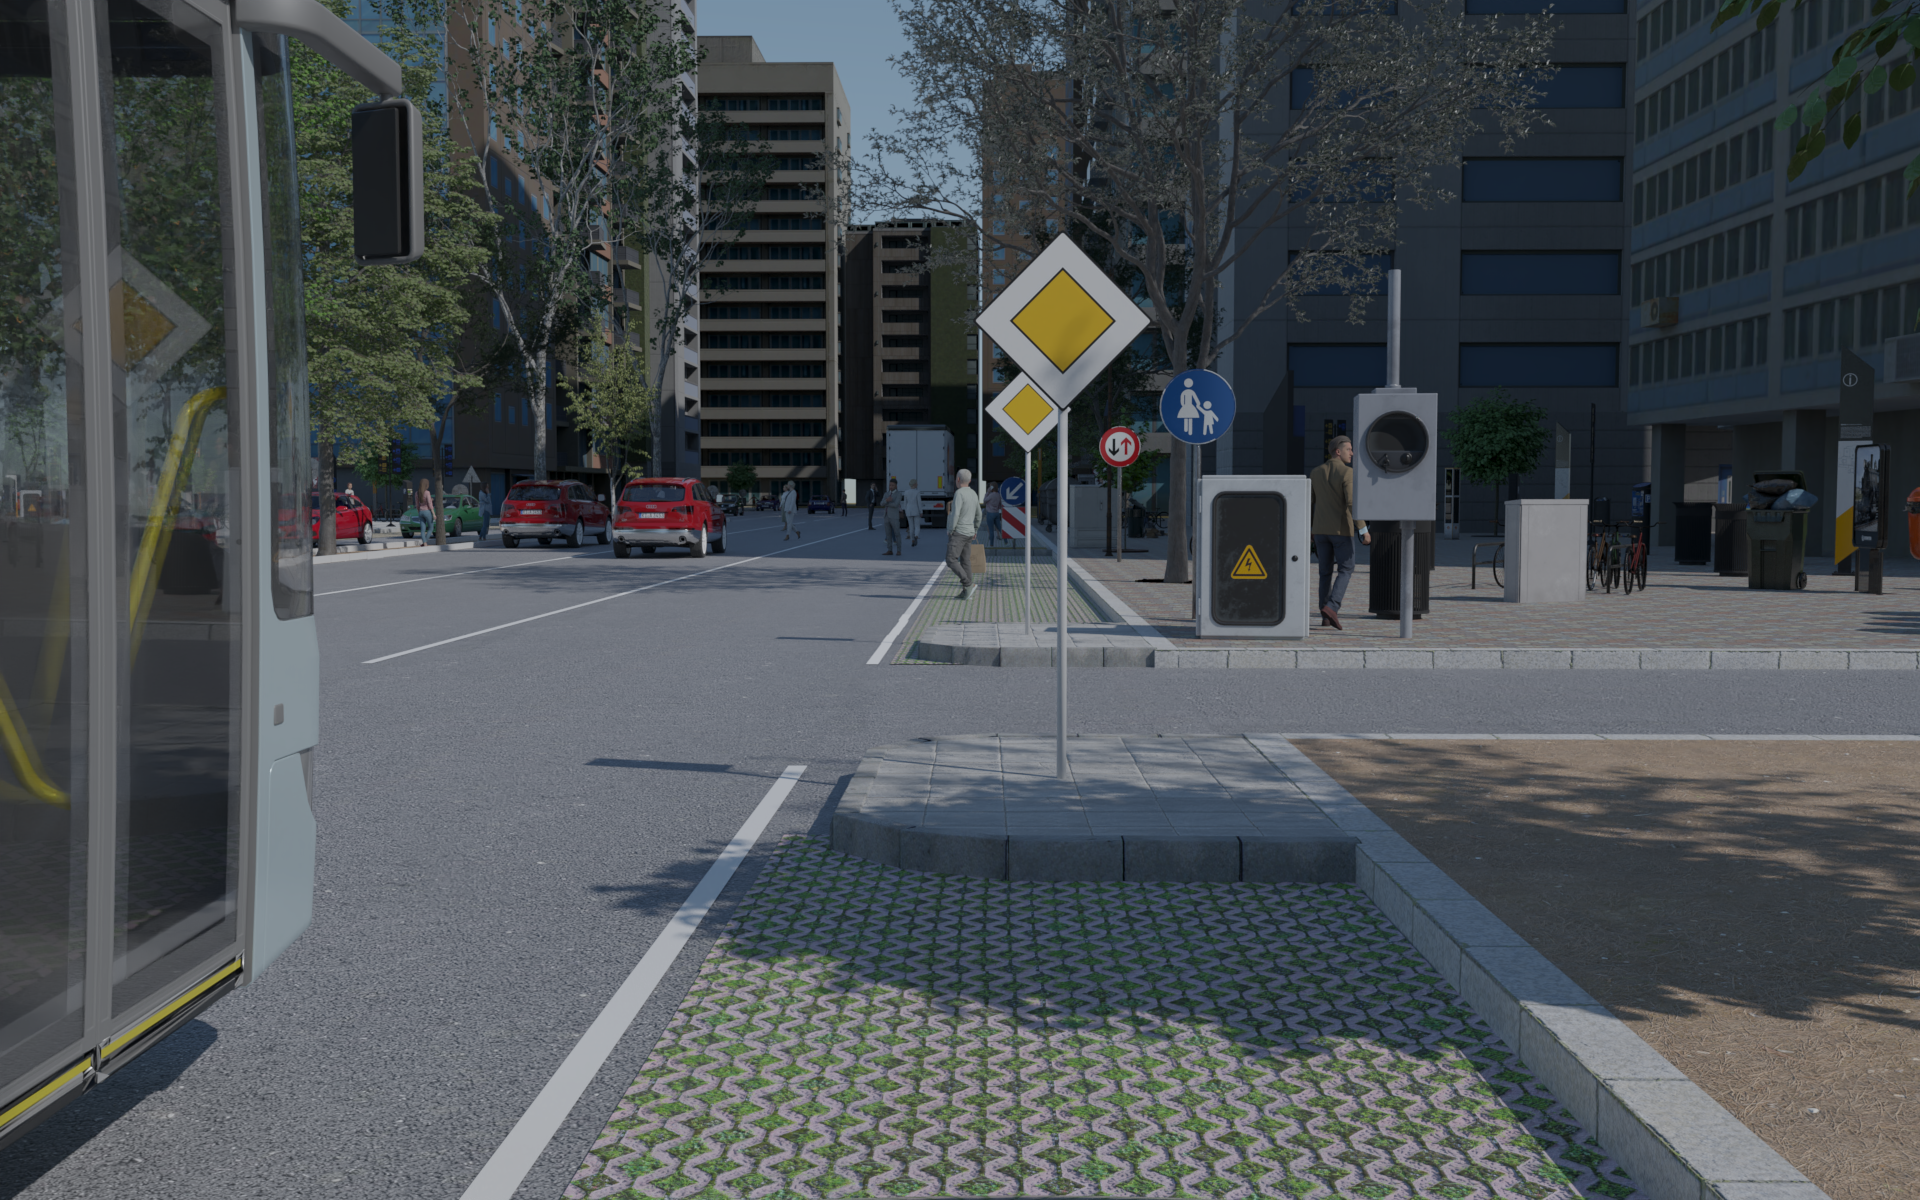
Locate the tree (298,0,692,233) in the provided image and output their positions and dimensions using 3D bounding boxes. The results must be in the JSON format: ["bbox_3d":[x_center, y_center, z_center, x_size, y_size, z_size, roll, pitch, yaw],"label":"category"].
[{"bbox_3d":[-15.107,-12.198,57.786,12.611,20.169,13.585,0,3,0],"label":"tree"}]

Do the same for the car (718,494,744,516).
[{"bbox_3d":[-15.268,-6.352,113.640,2.009,1.686,4.222,0,4,1],"label":"car"}]

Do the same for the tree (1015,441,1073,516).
[{"bbox_3d":[4.959,-7.252,102.277,4.285,4.588,4.351,0,3,0],"label":"tree"}]

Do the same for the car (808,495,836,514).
[{"bbox_3d":[-10.031,-6.907,125.503,1.945,1.354,3.894,0,4,1],"label":"car"}]

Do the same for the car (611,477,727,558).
[{"bbox_3d":[-6.729,-1.941,40.417,2.281,1.827,5.304,0,4,0],"label":"car"}]

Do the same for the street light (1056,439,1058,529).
[{"bbox_3d":[3.571,-5.506,62.814,0.468,5.910,1.993,0,4,1],"label":"street light"}]

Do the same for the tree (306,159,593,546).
[{"bbox_3d":[-13.732,-6.671,45.947,8.767,10.594,7.601,0,4,1],"label":"tree"}]

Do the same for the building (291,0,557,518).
[{"bbox_3d":[-31.745,-27.394,98.010,14.600,45.320,14.200,0,4,1],"label":"building"}]

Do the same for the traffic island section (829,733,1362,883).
[{"bbox_3d":[0.499,0.885,7.807,2.009,0.180,2.903,0,4,1],"label":"traffic island section"}]

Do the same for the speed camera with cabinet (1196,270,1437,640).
[{"bbox_3d":[3.128,-1.282,15.298,2.038,3.252,0.660,1,4,8],"label":"speed camera with cabinet"}]

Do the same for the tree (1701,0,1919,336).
[{"bbox_3d":[3.586,-1.247,4.100,4.285,4.588,4.351,0,3,0],"label":"tree"}]

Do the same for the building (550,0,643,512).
[{"bbox_3d":[-34.582,-28.438,119.581,22.147,44.769,28.867,0,4,1],"label":"building"}]

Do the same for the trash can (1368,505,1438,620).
[{"bbox_3d":[4.526,-0.378,17.831,0.748,1.137,0.748,0,3,0],"label":"trash can"}]

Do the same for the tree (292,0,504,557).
[{"bbox_3d":[-14.059,-7.197,38.262,7.486,12.596,7.792,0,3,0],"label":"tree"}]

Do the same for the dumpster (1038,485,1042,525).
[{"bbox_3d":[3.923,-4.078,72.432,1.264,1.857,1.865,0,4,1],"label":"dumpster"}]

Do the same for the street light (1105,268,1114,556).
[{"bbox_3d":[3.075,-3.840,35.568,0.468,5.910,1.993,0,4,1],"label":"street light"}]

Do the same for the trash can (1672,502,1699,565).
[{"bbox_3d":[13.257,-1.202,31.311,0.748,1.137,0.748,0,3,0],"label":"trash can"}]

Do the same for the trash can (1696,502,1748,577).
[{"bbox_3d":[12.083,-0.937,26.972,0.748,1.137,0.748,0,3,0],"label":"trash can"}]

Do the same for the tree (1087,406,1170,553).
[{"bbox_3d":[3.547,-2.674,38.324,1.663,3.219,1.824,0,3,0],"label":"tree"}]

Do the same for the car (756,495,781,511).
[{"bbox_3d":[-16.158,-8.168,146.123,1.945,1.354,3.894,0,4,2],"label":"car"}]

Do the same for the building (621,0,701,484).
[{"bbox_3d":[-37.859,-37.376,153.097,28.212,58.520,21.231,0,4,1],"label":"building"}]

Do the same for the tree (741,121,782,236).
[{"bbox_3d":[-14.651,-13.396,77.373,12.611,20.169,13.585,0,3,0],"label":"tree"}]

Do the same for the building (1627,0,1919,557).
[{"bbox_3d":[28.173,-20.829,32.429,23.993,40.220,32.217,0,4,1],"label":"building"}]

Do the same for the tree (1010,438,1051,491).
[{"bbox_3d":[6.928,-13.248,166.962,4.737,8.622,4.395,0,3,0],"label":"tree"}]

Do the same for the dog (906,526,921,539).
[{"bbox_3d":[-1.486,-2.146,55.282,0.748,0.427,0.550,-2,4,-28],"label":"dog"}]

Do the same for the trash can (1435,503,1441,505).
[{"bbox_3d":[7.323,-0.989,27.824,0.748,1.137,0.748,0,3,0],"label":"trash can"}]

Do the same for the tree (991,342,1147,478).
[{"bbox_3d":[5.173,-9.973,81.188,7.486,12.596,7.792,0,3,0],"label":"tree"}]

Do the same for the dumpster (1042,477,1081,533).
[{"bbox_3d":[3.501,-3.213,58.288,1.264,1.857,1.865,0,4,1],"label":"dumpster"}]

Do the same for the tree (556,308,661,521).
[{"bbox_3d":[-13.436,-6.975,66.864,4.737,8.622,4.395,0,3,0],"label":"tree"}]

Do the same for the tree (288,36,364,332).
[{"bbox_3d":[-14.122,-6.195,29.500,9.928,11.665,9.643,0,3,0],"label":"tree"}]

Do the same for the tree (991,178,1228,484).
[{"bbox_3d":[4.340,-7.024,49.262,7.601,10.594,8.767,-2,4,-33],"label":"tree"}]

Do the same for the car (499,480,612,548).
[{"bbox_3d":[-11.028,-2.377,47.538,2.281,1.827,5.304,0,4,3],"label":"car"}]

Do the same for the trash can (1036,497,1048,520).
[{"bbox_3d":[4.131,-4.551,86.069,0.748,1.137,0.748,0,3,0],"label":"trash can"}]

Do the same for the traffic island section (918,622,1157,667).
[{"bbox_3d":[0.658,0.397,15.791,2.009,0.180,2.903,0,4,1],"label":"traffic island section"}]

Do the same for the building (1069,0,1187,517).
[{"bbox_3d":[19.230,-29.951,109.312,23.786,49.044,30.456,0,4,1],"label":"building"}]

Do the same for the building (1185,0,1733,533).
[{"bbox_3d":[19.741,-32.244,69.184,21.231,58.520,28.212,0,4,1],"label":"building"}]

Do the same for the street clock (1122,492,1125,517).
[{"bbox_3d":[6.777,-4.189,73.066,0.358,2.002,0.471,0,4,6],"label":"street clock"}]

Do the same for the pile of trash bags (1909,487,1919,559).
[{"bbox_3d":[13.659,-0.778,22.465,3.447,1.369,1.912,-1,4,-20],"label":"pile of trash bags"}]

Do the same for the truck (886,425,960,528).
[{"bbox_3d":[-1.565,-5.322,75.924,2.839,4.237,11.283,0,4,2],"label":"truck"}]

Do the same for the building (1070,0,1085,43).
[{"bbox_3d":[15.186,-29.467,131.896,14.600,45.320,14.200,0,4,1],"label":"building"}]

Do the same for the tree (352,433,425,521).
[{"bbox_3d":[-27.380,-6.067,82.913,4.285,4.588,4.351,0,3,0],"label":"tree"}]

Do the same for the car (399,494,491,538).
[{"bbox_3d":[-17.052,-2.795,57.495,2.131,1.459,4.920,0,4,2],"label":"car"}]

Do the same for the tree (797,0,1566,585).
[{"bbox_3d":[3.206,-6.994,24.720,12.009,13.543,11.850,0,3,0],"label":"tree"}]

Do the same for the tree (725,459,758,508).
[{"bbox_3d":[-20.383,-10.856,161.202,4.285,4.588,4.351,0,3,0],"label":"tree"}]

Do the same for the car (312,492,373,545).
[{"bbox_3d":[-17.480,-2.321,46.996,2.155,1.783,4.494,0,4,2],"label":"car"}]

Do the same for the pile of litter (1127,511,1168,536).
[{"bbox_3d":[5.750,-2.407,53.326,1.176,0.858,1.719,-2,4,-27],"label":"pile of litter"}]
